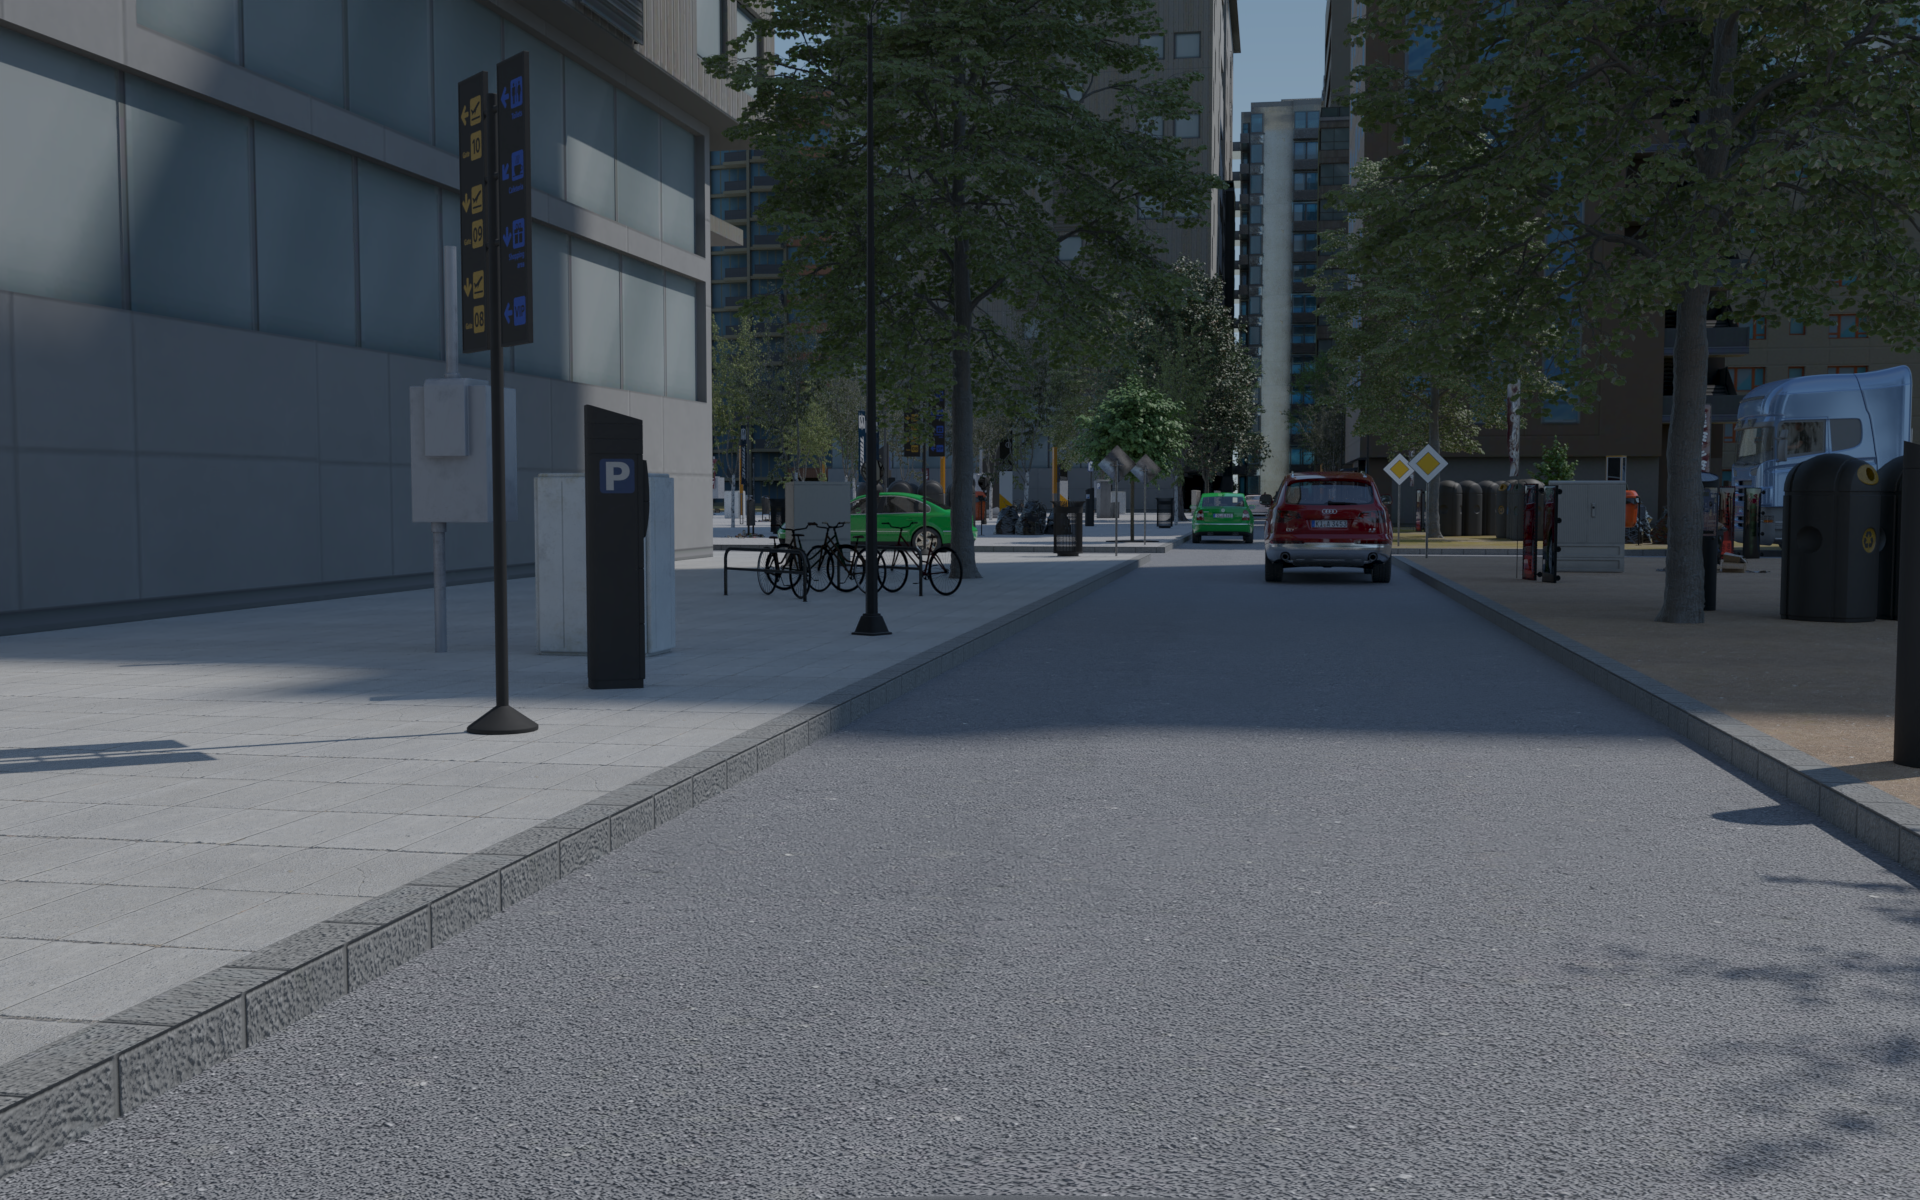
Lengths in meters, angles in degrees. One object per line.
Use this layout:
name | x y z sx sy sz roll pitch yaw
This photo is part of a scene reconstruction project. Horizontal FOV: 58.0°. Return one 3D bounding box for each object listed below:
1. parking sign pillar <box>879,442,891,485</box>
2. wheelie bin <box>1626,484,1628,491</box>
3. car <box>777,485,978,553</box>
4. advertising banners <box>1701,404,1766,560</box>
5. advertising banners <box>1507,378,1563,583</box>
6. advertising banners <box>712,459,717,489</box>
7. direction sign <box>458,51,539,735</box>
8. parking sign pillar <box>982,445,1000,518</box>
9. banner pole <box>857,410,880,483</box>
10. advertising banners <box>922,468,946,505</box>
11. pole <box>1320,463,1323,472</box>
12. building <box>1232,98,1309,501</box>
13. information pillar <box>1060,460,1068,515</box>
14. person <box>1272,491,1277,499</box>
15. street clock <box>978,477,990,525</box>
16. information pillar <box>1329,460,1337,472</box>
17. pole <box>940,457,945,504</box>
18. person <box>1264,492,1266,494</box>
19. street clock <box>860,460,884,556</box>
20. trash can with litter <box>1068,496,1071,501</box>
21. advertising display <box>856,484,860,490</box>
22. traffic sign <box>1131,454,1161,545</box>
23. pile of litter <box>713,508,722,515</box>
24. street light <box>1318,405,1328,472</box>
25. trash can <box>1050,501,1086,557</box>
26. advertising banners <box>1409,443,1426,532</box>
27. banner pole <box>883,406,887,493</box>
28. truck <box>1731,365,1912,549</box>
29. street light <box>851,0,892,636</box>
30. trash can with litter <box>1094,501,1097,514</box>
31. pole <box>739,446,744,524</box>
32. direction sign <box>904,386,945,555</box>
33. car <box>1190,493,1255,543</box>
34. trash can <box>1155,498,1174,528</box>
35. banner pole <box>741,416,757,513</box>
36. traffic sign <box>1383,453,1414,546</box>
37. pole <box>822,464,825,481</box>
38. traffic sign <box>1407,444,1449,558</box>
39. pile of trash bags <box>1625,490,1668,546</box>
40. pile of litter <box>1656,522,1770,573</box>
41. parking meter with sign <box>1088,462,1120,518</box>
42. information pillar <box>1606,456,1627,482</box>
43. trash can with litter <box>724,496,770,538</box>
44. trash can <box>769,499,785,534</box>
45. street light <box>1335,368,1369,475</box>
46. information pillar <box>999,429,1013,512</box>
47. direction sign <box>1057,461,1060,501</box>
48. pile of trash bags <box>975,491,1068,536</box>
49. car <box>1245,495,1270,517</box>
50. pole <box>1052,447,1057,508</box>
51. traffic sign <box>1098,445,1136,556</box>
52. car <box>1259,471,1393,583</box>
parking sign pillar | -4.262 -6.249 90.642 1.447 3.967 1.447 1 4 23
wheelie bin | 19.507 -2.664 51.459 0.980 1.594 0.693 3 5 43
car | -1.956 -1.957 40.788 4.718 1.807 1.959 1 4 10
advertising banners | 15.025 -2.307 33.900 2.074 3.025 0.090 -2 4 -26
advertising banners | 8.507 -1.808 25.755 0.090 3.025 2.074 0 4 -3
advertising banners | -13.081 -5.501 86.124 2.074 3.025 0.090 1 4 8
direction sign | -2.481 -1.058 9.293 0.379 3.537 0.876 -3 4 -38
parking sign pillar | 1.636 -6.317 91.761 1.447 3.967 1.447 -2 4 -33
banner pole | -2.532 -3.423 45.989 0.401 3.779 0.863 1 4 22
advertising banners | -1.567 -7.375 116.768 2.074 3.025 0.090 -1 4 -8
pole | 23.905 -7.377 114.462 0.158 3.312 0.155 0 3 0
building | 47.796 -36.008 208.336 30.456 49.044 23.786 1 4 10
information pillar | 6.465 -7.111 107.617 0.504 3.616 0.183 1 4 12
person | 32.038 -10.178 175.645 0.721 1.736 1.217 -1 4 -22
street clock | 1.005 -4.177 72.869 0.471 2.002 0.358 2 4 33
information pillar | 24.628 -7.525 114.383 0.504 3.616 0.183 1 4 21
pole | -0.744 -4.941 74.629 0.158 3.312 0.155 0 3 0
person | 29.875 -9.748 169.348 0.415 1.643 0.593 -3 5 -44
street clock | -1.814 -1.917 35.918 0.471 2.002 0.358 -1 4 -11
trash can with litter | 7.060 -6.601 119.306 1.055 1.170 0.624 -2 4 -33
advertising display | -6.463 -6.784 116.125 0.974 1.923 0.123 0 4 8
traffic sign | 4.653 -2.439 43.514 0.795 2.450 0.064 1 4 10
pile of litter | -16.775 -6.364 118.022 1.176 0.858 1.719 2 4 33
street light | 19.190 -7.160 89.611 1.470 5.913 1.316 1 4 10
trash can | 2.228 -1.471 35.708 0.748 1.137 0.748 0 3 0
advertising banners | 15.689 -3.848 59.108 0.090 3.025 2.074 0 4 -6
banner pole | -2.347 -3.609 49.020 0.863 3.779 0.401 0 4 2
truck | 25.591 -2.848 36.318 18.799 4.110 2.967 1 4 9
street light | -0.274 -2.630 15.535 1.470 5.913 1.316 1 4 10
trash can with litter | 8.260 -5.702 104.609 1.055 1.170 0.624 1 4 11
pole | -9.252 -4.856 73.242 0.158 3.312 0.155 0 3 0
direction sign | -0.742 -2.706 36.235 0.876 3.537 0.379 1 4 12
car | 7.847 -2.627 51.746 1.959 1.807 4.718 1 4 8
trash can | 7.678 -3.259 64.940 0.748 1.137 0.748 0 3 0
banner pole | -6.844 -3.993 55.303 0.401 3.779 0.863 1 4 15
traffic sign | 10.745 -2.370 42.391 0.795 2.450 0.064 1 4 10
pole | -8.540 -7.012 108.485 0.158 3.312 0.155 0 3 0
traffic sign | 9.317 -1.889 34.534 0.795 2.450 0.064 1 4 10
pile of trash bags | 17.617 -2.122 44.451 1.912 1.369 3.447 3 4 38
pile of litter | 12.423 -0.890 28.512 1.719 0.858 1.176 2 4 30
parking meter with sign | 7.616 -5.824 91.482 1.738 3.016 0.543 -2 4 -29
information pillar | 12.591 -1.761 33.286 0.304 2.012 0.304 2 4 35
trash can with litter | -6.370 -2.441 50.969 1.678 1.210 2.233 1 4 9
trash can | -5.783 -2.687 55.582 0.748 1.137 0.748 0 3 0
street light | 14.374 -5.556 63.382 1.470 5.913 1.316 1 4 10
information pillar | 1.683 -4.375 62.887 0.504 3.616 0.183 0 4 1
direction sign | 6.468 -7.482 114.325 0.379 3.537 0.876 -2 4 -30
pile of trash bags | 1.732 -2.736 54.485 3.447 1.369 1.912 -2 4 -32
car | 16.918 -5.273 98.578 2.083 1.381 4.827 1 4 12
pole | 4.121 -4.988 75.400 0.158 3.312 0.155 0 3 0
traffic sign | 3.226 -1.958 35.657 0.795 2.450 0.064 1 4 10
car | 6.266 -1.284 29.659 2.281 1.827 5.304 1 4 11
